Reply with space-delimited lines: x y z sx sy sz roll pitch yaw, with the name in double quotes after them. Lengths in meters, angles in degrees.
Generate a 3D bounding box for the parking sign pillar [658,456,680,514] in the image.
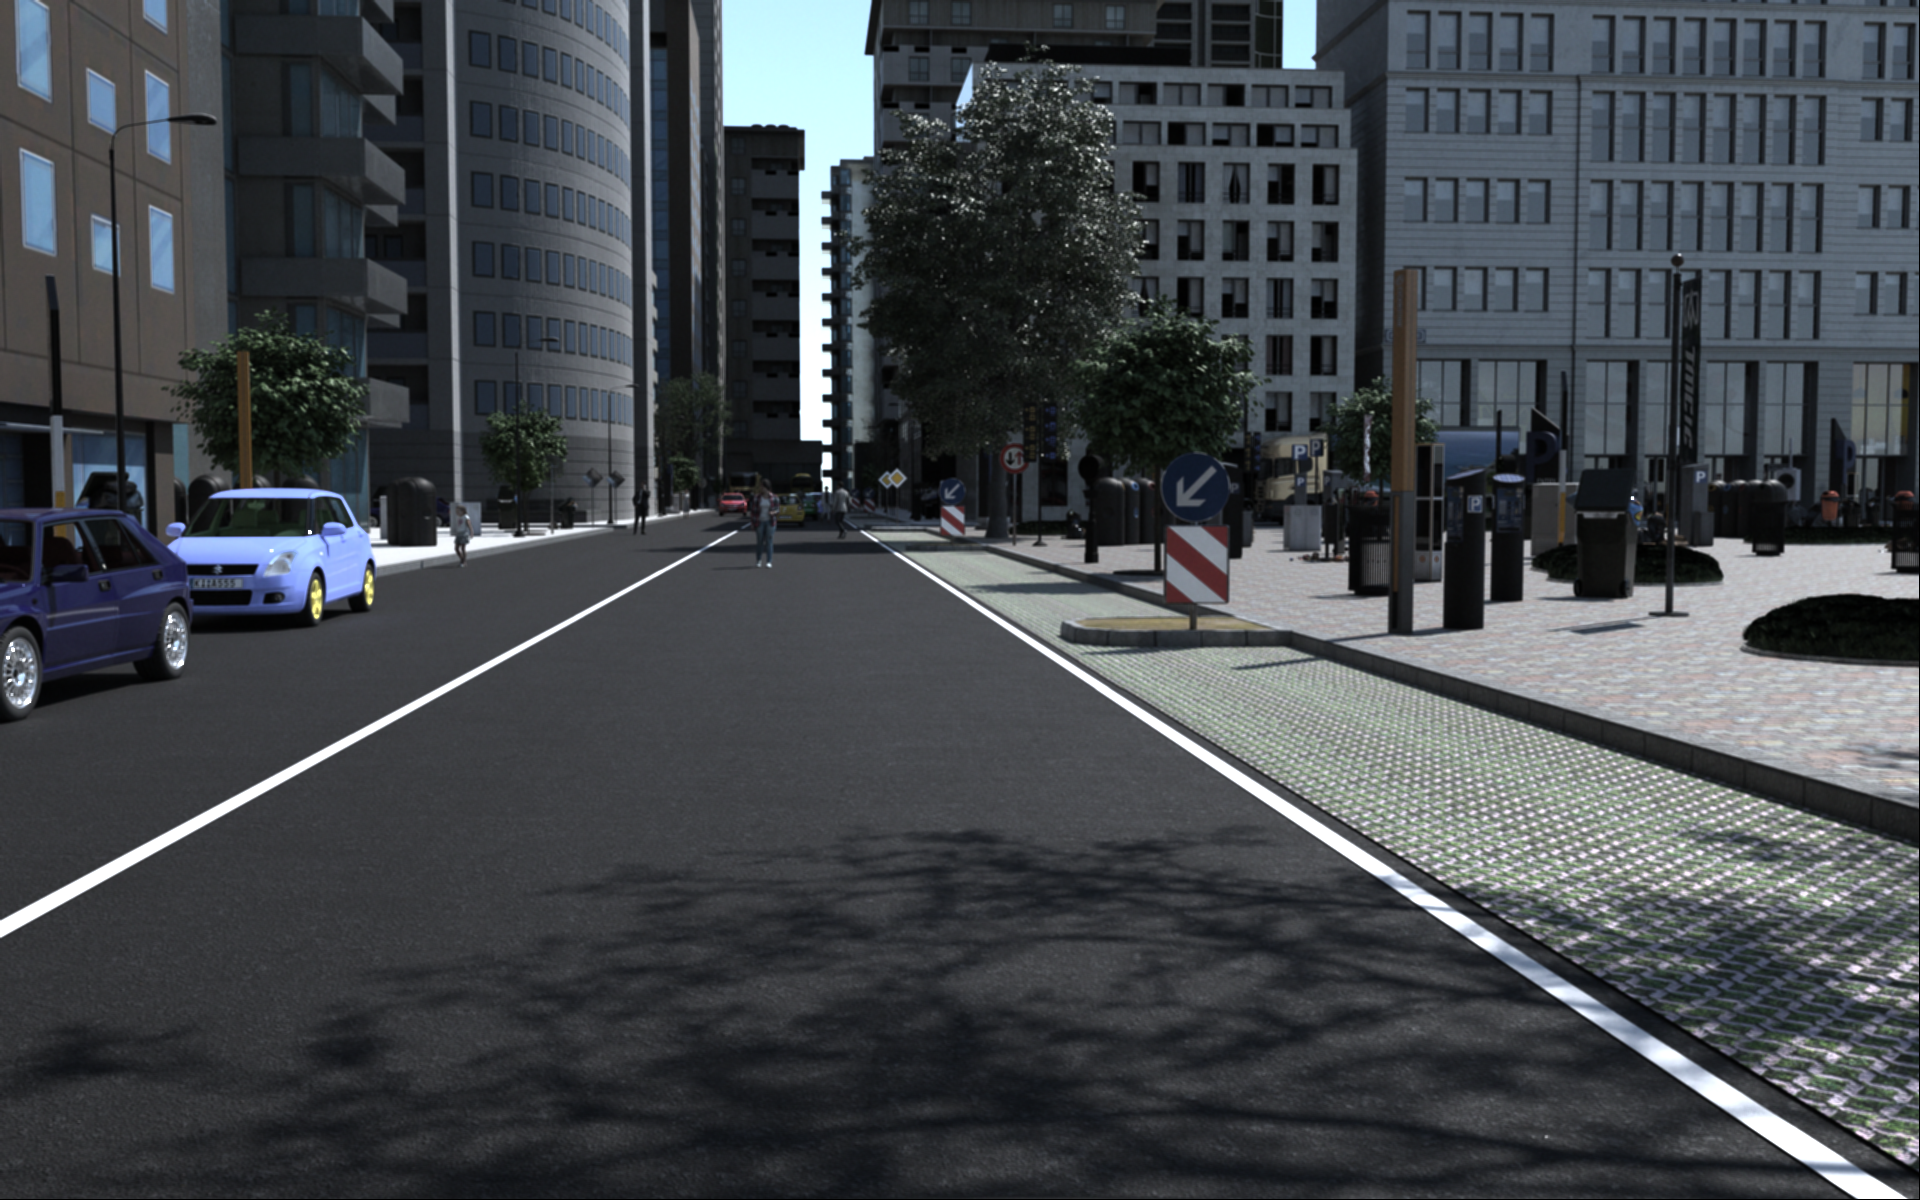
-18.811 -7.544 111.814 1.447 3.967 1.447 0 4 -2 "parking sign pillar"

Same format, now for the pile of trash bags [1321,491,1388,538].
12.131 -2.616 52.518 1.912 1.369 3.447 2 4 25 "pile of trash bags"

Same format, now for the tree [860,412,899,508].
-7.130 -12.551 155.579 4.360 8.622 3.978 0 3 0 "tree"

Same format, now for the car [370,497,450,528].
-22.271 -3.490 69.640 3.894 1.354 1.945 0 4 -7 "car"

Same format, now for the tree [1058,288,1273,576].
3.272 -2.695 27.777 4.285 4.588 4.351 0 3 0 "tree"

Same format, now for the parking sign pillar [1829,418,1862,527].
31.593 -4.497 61.994 1.447 3.967 1.447 -3 5 -42 "parking sign pillar"

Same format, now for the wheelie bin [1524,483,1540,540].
16.226 -2.516 49.052 0.980 1.594 0.693 -3 4 -36 "wheelie bin"

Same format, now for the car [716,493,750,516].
-14.926 -6.413 113.896 2.155 1.783 4.494 0 4 -7 "car"

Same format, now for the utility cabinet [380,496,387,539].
-15.962 -2.333 49.299 1.020 1.237 0.306 -1 4 -13 "utility cabinet"

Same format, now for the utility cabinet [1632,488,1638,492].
24.869 -3.459 65.230 1.173 1.500 0.318 3 5 44 "utility cabinet"

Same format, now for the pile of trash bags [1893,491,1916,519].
53.024 -5.419 98.361 1.912 1.369 3.447 1 4 13 "pile of trash bags"

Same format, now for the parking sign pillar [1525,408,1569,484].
18.125 -3.979 53.536 1.447 3.967 1.447 -2 4 -35 "parking sign pillar"

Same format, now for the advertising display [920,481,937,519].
-1.594 -5.082 88.308 0.974 1.923 0.123 -1 4 -11 "advertising display"

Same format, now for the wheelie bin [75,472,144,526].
-12.168 -1.039 24.891 0.693 1.594 0.980 1 4 22 "wheelie bin"

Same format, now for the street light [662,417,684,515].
-17.195 -8.025 103.744 1.470 5.913 1.316 0 4 -5 "street light"

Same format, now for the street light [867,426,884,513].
-5.648 -8.951 118.895 1.470 5.913 1.316 0 4 -5 "street light"

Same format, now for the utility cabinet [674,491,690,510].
-21.493 -7.655 133.832 1.173 1.500 0.318 -2 4 -29 "utility cabinet"

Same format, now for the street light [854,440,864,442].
-8.404 -10.800 149.128 1.470 5.913 1.316 0 4 -5 "street light"

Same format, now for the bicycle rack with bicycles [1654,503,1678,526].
27.967 -3.209 65.857 2.852 0.926 2.925 0 4 2 "bicycle rack with bicycles"

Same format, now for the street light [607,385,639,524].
-14.315 -6.176 73.523 1.470 5.913 1.316 0 4 -5 "street light"

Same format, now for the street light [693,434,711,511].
-19.962 -9.874 133.976 1.470 5.913 1.316 0 4 -5 "street light"

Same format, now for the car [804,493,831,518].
-8.816 -5.892 105.920 1.945 1.707 3.694 0 4 -5 "car"

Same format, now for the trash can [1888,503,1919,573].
15.513 -1.011 28.186 0.748 1.137 0.748 0 3 0 "trash can"

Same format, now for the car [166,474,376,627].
-7.893 -0.621 19.743 1.945 1.707 3.694 0 4 -6 "car"

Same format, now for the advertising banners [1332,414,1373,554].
8.513 -2.521 37.412 0.090 3.025 2.074 2 4 35 "advertising banners"

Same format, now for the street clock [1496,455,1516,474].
10.020 -1.667 31.828 0.358 2.002 0.471 0 4 0 "street clock"

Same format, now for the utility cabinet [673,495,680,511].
-19.549 -6.520 117.767 1.020 1.237 0.306 -3 5 -44 "utility cabinet"

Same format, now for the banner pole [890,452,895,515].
-4.041 -6.946 103.580 0.401 3.779 0.863 1 4 15 "banner pole"

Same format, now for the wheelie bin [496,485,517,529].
-16.491 -3.386 63.262 0.980 1.594 0.693 1 4 9 "wheelie bin"

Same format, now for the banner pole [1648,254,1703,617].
7.486 -1.709 17.955 0.401 3.779 0.863 0 4 1 "banner pole"

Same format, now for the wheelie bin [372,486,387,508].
-24.024 -3.928 72.133 0.980 1.594 0.693 3 4 39 "wheelie bin"

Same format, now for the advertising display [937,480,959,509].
-0.486 -4.366 76.597 0.974 1.923 0.123 2 4 35 "advertising display"

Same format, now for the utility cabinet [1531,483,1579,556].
11.949 -1.585 34.598 0.318 1.500 1.173 -2 4 -26 "utility cabinet"

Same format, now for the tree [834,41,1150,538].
1.094 -8.807 50.654 9.857 13.997 8.962 0 3 0 "tree"

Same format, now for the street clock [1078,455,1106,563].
2.449 -1.690 32.199 0.471 2.002 0.358 3 4 37 "street clock"

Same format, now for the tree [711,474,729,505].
-23.576 -10.716 169.806 1.663 3.219 1.824 0 3 0 "tree"

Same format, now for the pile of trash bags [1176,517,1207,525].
5.962 -2.481 50.309 3.447 1.369 1.912 0 4 -3 "pile of trash bags"

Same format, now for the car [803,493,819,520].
-8.736 -5.295 95.372 1.959 1.807 4.718 0 4 -5 "car"

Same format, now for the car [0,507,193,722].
-6.848 0.031 12.072 1.945 1.354 3.894 0 4 -3 "car"

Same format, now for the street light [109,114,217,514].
-9.781 -2.980 21.269 1.470 5.913 1.316 0 4 -5 "street light"

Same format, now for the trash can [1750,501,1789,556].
16.876 -1.498 36.138 0.748 1.137 0.748 0 3 0 "trash can"

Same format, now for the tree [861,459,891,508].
-7.859 -10.966 163.002 4.285 4.588 4.351 0 3 0 "tree"

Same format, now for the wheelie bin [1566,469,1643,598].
8.060 -0.840 21.640 0.980 1.594 0.693 3 4 36 "wheelie bin"

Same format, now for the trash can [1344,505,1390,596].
5.250 -0.633 22.003 0.748 1.137 0.748 0 3 0 "trash can"

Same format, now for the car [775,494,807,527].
-7.762 -4.065 76.694 2.015 1.641 3.980 0 4 -6 "car"

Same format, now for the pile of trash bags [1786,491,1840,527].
27.735 -2.872 56.705 1.912 1.369 3.447 0 4 -3 "pile of trash bags"

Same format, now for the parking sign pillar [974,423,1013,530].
1.242 -4.515 62.285 1.447 3.967 1.447 3 5 42 "parking sign pillar"

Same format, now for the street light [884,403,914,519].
-2.966 -7.102 88.655 1.470 5.913 1.316 0 4 -5 "street light"

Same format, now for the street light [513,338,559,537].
-12.598 -4.829 51.496 1.470 5.913 1.316 0 4 -5 "street light"
